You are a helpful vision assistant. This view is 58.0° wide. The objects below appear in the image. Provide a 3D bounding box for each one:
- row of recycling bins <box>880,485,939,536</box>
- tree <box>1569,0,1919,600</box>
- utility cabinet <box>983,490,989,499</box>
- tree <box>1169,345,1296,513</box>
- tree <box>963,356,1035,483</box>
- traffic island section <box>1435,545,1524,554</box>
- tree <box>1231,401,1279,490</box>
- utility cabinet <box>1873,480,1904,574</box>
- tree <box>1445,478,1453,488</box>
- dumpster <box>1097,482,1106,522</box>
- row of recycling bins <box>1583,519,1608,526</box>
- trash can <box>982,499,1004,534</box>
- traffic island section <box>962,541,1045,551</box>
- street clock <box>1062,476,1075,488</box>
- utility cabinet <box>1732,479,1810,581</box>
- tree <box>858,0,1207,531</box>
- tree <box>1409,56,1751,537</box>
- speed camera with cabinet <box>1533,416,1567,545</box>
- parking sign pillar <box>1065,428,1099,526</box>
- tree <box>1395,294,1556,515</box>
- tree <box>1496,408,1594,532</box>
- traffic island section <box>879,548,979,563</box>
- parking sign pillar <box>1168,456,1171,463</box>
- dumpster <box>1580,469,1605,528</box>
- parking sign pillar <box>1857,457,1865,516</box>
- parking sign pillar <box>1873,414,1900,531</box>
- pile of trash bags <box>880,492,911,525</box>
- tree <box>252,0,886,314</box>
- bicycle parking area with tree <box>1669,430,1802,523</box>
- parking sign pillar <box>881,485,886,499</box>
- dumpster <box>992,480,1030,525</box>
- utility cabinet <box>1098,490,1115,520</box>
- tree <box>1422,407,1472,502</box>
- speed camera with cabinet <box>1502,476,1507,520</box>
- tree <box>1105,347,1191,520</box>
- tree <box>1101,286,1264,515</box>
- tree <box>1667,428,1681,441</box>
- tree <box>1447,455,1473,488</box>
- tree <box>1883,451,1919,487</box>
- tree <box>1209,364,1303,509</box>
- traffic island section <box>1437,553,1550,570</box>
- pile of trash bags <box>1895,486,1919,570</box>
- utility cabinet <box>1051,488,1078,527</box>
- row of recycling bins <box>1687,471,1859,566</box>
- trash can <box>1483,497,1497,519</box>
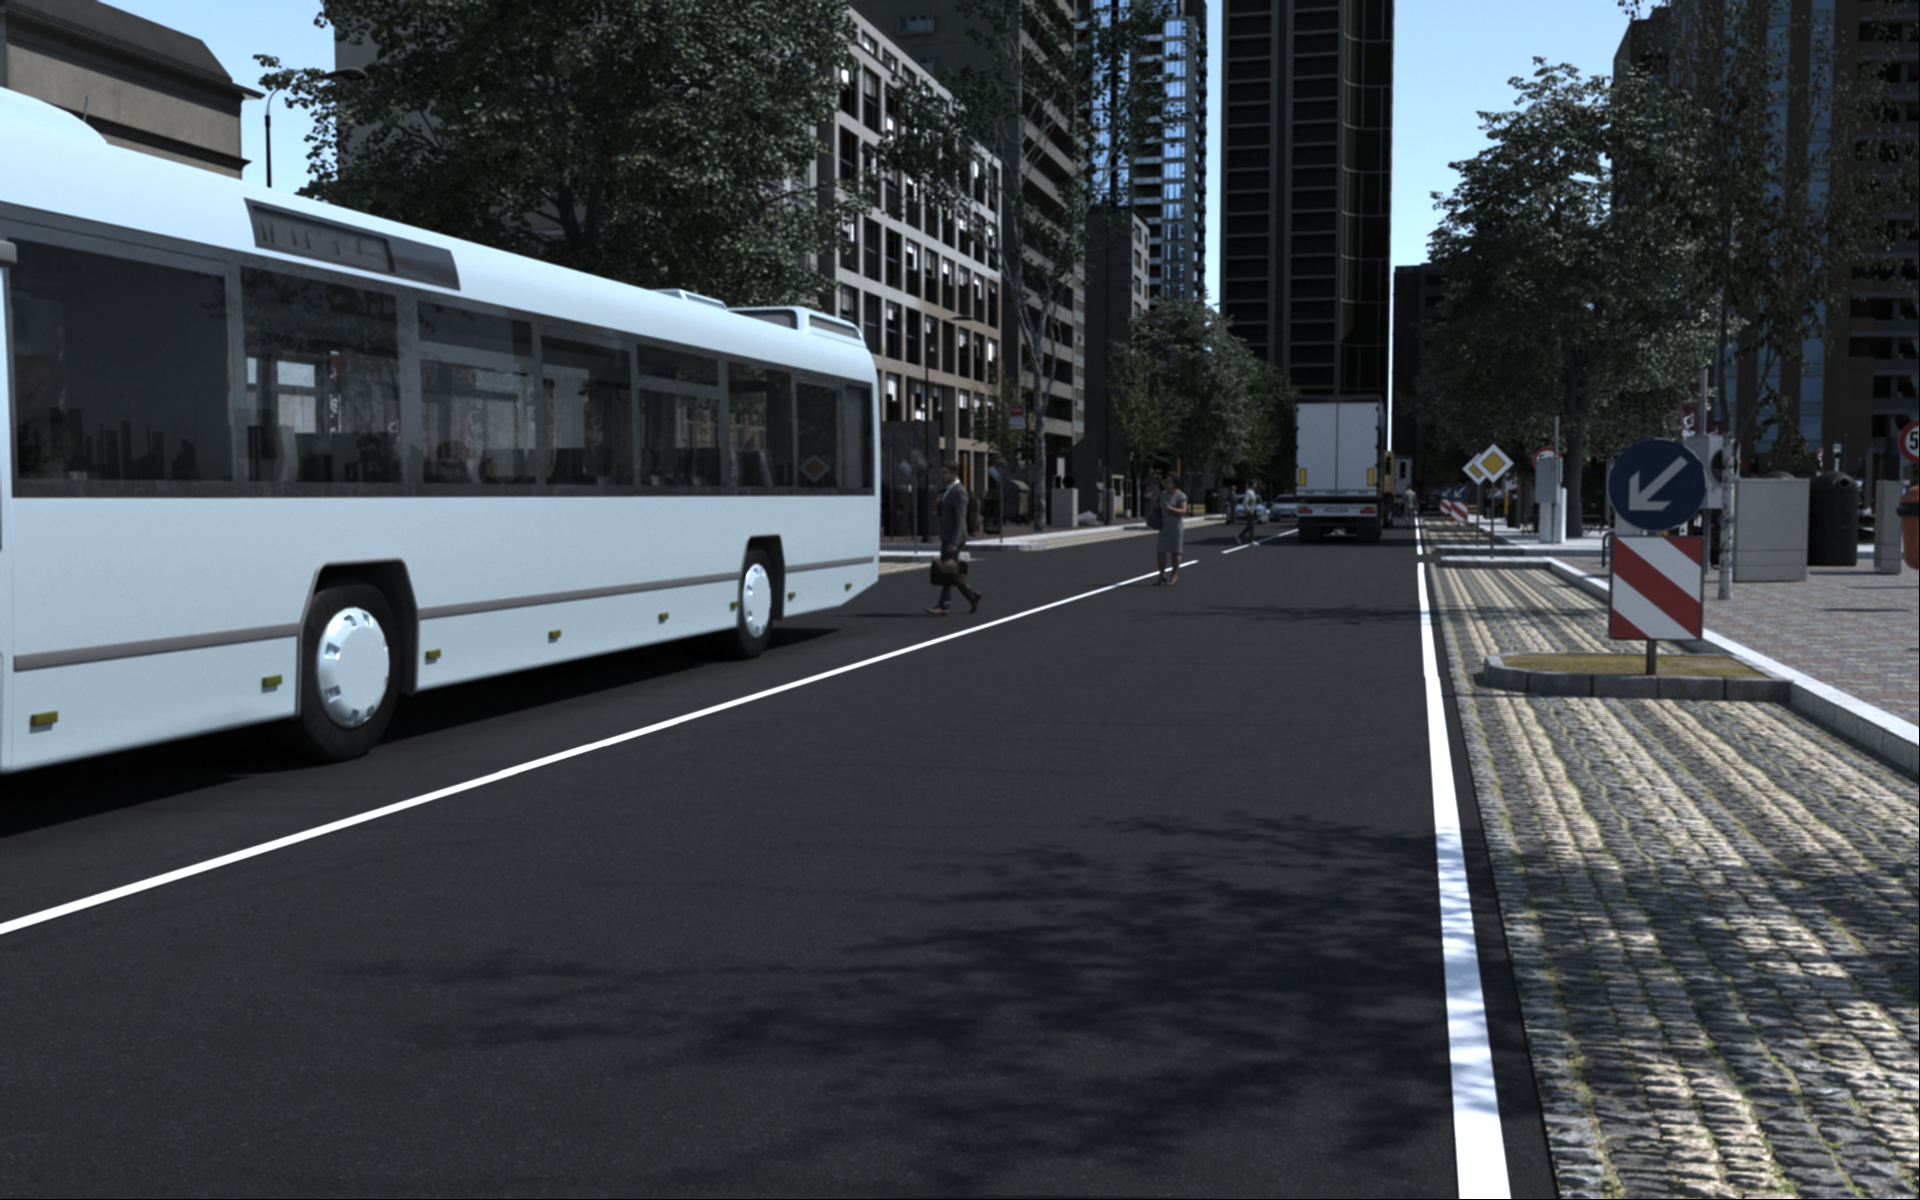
[{"bbox_3d":[-2.355,-2.795,52.811,3.534,1.692,1.069,-1,4,-17],"label":"row of recycling bins"},{"bbox_3d":[9.496,-4.300,20.667,4.360,8.622,3.978,0,3,0],"label":"tree"},{"bbox_3d":[1.980,-5.971,106.311,1.173,1.500,0.318,0,4,-2],"label":"utility cabinet"},{"bbox_3d":[17.756,-11.764,118.098,9.928,11.665,9.643,0,3,0],"label":"tree"},{"bbox_3d":[2.427,-8.639,91.611,4.737,8.622,4.395,0,3,0],"label":"tree"},{"bbox_3d":[12.555,-1.204,41.962,2.009,0.180,2.903,1,4,15],"label":"traffic island section"},{"bbox_3d":[22.570,-11.294,135.026,4.737,8.622,4.395,0,3,0],"label":"tree"},{"bbox_3d":[15.025,-1.182,28.007,0.318,1.500,1.173,1,4,23],"label":"utility cabinet"},{"bbox_3d":[52.806,-11.678,185.542,1.663,3.219,1.824,0,3,0],"label":"tree"},{"bbox_3d":[5.943,-4.505,79.415,1.264,1.857,1.865,1,4,14],"label":"dumpster"},{"bbox_3d":[25.516,-3.928,71.341,1.069,1.692,3.534,-3,4,-36],"label":"row of recycling bins"},{"bbox_3d":[1.050,-2.669,55.287,0.748,1.137,0.748,0,3,0],"label":"trash can"},{"bbox_3d":[1.052,-1.388,44.971,2.009,0.180,2.903,1,4,15],"label":"traffic island section"},{"bbox_3d":[4.279,-3.900,68.330,0.471,2.002,0.358,0,4,-8],"label":"street clock"},{"bbox_3d":[11.757,-1.015,25.279,1.173,1.500,0.318,-1,4,-12],"label":"utility cabinet"},{"bbox_3d":[1.350,-12.433,59.168,12.611,20.169,13.585,0,3,0],"label":"tree"},{"bbox_3d":[18.391,-8.848,51.328,9.857,13.997,8.962,0,3,0],"label":"tree"},{"bbox_3d":[15.226,-3.077,44.638,0.660,3.252,2.038,2,4,25],"label":"speed camera with cabinet"},{"bbox_3d":[4.909,-4.997,70.174,1.447,3.967,1.447,-2,4,-33],"label":"parking sign pillar"},{"bbox_3d":[31.523,-11.879,104.597,12.009,13.543,11.850,0,3,0],"label":"tree"},{"bbox_3d":[19.723,-4.584,58.667,4.285,4.588,4.351,0,3,0],"label":"tree"},{"bbox_3d":[-0.973,-0.915,37.246,2.009,0.180,2.903,1,4,15],"label":"traffic island section"},{"bbox_3d":[13.491,-7.643,113.440,1.447,3.967,1.447,1,4,19],"label":"parking sign pillar"},{"bbox_3d":[24.245,-3.949,67.066,1.502,2.255,1.985,1,4,15],"label":"dumpster"},{"bbox_3d":[47.985,-6.324,91.866,1.447,3.967,1.447,3,5,42],"label":"parking sign pillar"},{"bbox_3d":[31.995,-4.317,59.057,1.447,3.967,1.447,-3,5,-42],"label":"parking sign pillar"},{"bbox_3d":[-3.180,-3.777,71.514,3.447,1.369,1.912,2,4,26],"label":"pile of trash bags"},{"bbox_3d":[-6.088,-7.455,28.547,9.857,13.997,8.962,0,3,0],"label":"tree"},{"bbox_3d":[35.053,-5.595,78.478,8.231,4.147,9.016,2,4,25],"label":"bicycle parking area with tree"},{"bbox_3d":[-3.051,-5.391,76.608,1.447,3.967,1.447,2,4,35],"label":"parking sign pillar"},{"bbox_3d":[2.090,-4.018,71.450,1.264,1.857,1.865,1,4,15],"label":"dumpster"},{"bbox_3d":[6.949,-4.636,84.477,1.173,1.500,0.318,1,4,16],"label":"utility cabinet"},{"bbox_3d":[51.172,-15.882,177.789,7.486,12.596,7.792,0,3,0],"label":"tree"},{"bbox_3d":[27.393,-5.488,84.067,2.038,3.252,0.660,1,4,10],"label":"speed camera with cabinet"},{"bbox_3d":[9.009,-8.291,85.927,4.737,8.622,4.395,0,3,0],"label":"tree"},{"bbox_3d":[13.595,-12.171,105.649,9.857,13.997,8.962,0,3,0],"label":"tree"},{"bbox_3d":[34.917,-6.208,85.212,4.285,4.588,4.351,0,3,0],"label":"tree"},{"bbox_3d":[46.068,-12.768,159.123,4.737,8.622,4.395,0,3,0],"label":"tree"},{"bbox_3d":[43.557,-5.762,77.919,4.285,4.588,4.351,0,3,0],"label":"tree"},{"bbox_3d":[26.440,-14.274,150.387,9.611,12.733,9.660,0,3,0],"label":"tree"},{"bbox_3d":[10.530,-0.731,34.237,2.009,0.180,2.903,1,4,15],"label":"traffic island section"},{"bbox_3d":[12.097,-0.574,19.135,3.447,1.369,1.912,0,4,-1],"label":"pile of trash bags"},{"bbox_3d":[4.017,-3.530,66.387,0.318,1.500,1.173,-3,5,-41],"label":"utility cabinet"},{"bbox_3d":[14.390,-1.498,31.599,3.534,1.692,1.069,1,4,20],"label":"row of recycling bins"},{"bbox_3d":[27.257,-4.740,89.155,0.748,1.137,0.748,0,3,0],"label":"trash can"}]
